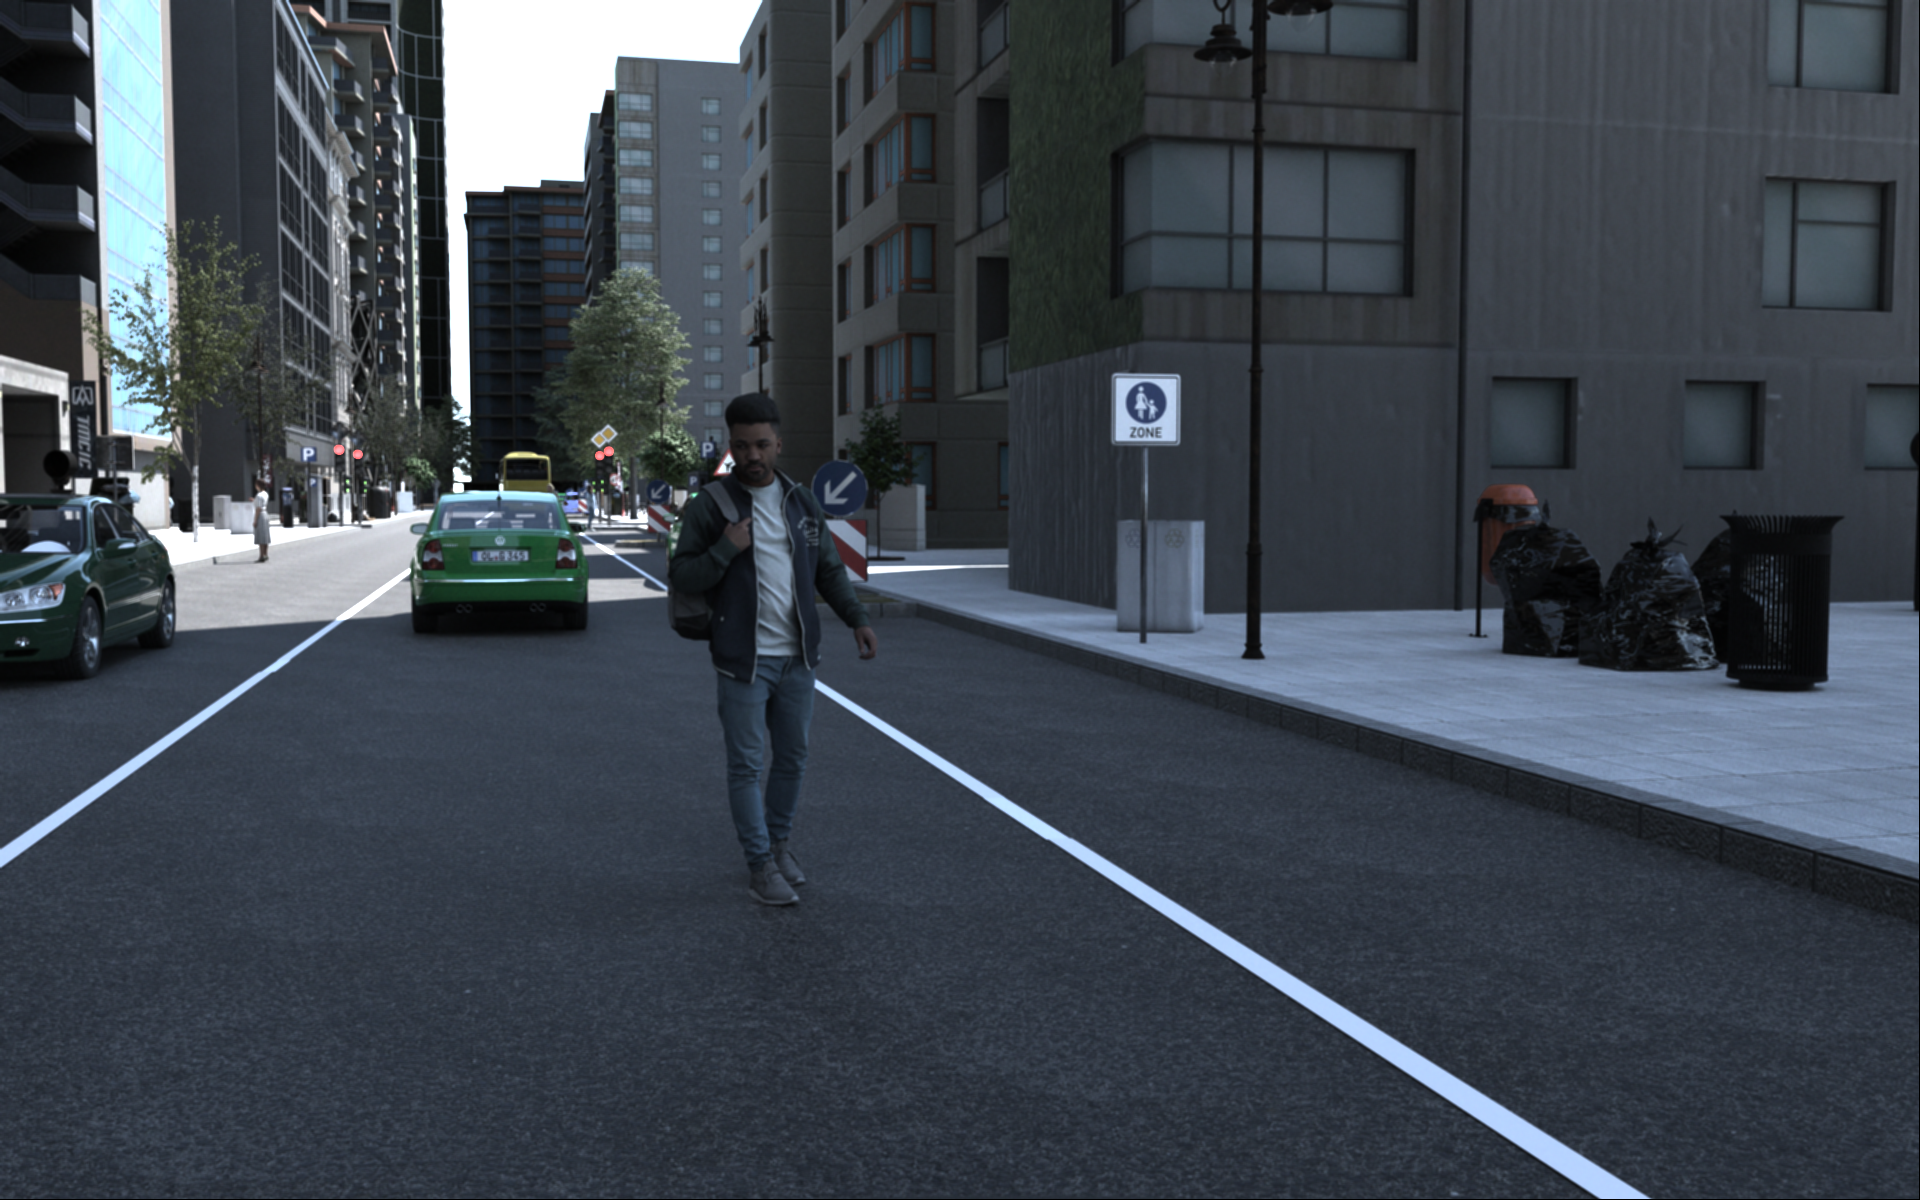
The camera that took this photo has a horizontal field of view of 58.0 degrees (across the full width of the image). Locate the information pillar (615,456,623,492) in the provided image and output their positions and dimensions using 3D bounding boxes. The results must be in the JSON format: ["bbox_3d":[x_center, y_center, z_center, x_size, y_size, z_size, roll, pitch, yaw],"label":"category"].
[{"bbox_3d":[-21.186,-7.105,107.518,0.504,3.616,0.183,2,4,24],"label":"information pillar"}]

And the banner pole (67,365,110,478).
[{"bbox_3d":[-16.845,-2.671,33.685,0.863,3.779,0.401,-1,4,-18],"label":"banner pole"}]

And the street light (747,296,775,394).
[{"bbox_3d":[-4.672,-4.151,40.660,0.468,5.910,1.993,-1,4,-14],"label":"street light"}]

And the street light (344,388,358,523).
[{"bbox_3d":[-26.503,-6.278,75.431,0.468,5.910,1.993,-1,4,-14],"label":"street light"}]

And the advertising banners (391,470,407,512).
[{"bbox_3d":[-41.304,-7.950,126.177,2.074,3.025,0.090,0,4,-1],"label":"advertising banners"}]

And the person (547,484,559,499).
[{"bbox_3d":[-14.598,-3.254,61.882,0.537,1.800,0.526,0,4,6],"label":"person"}]

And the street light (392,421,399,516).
[{"bbox_3d":[-33.514,-7.948,102.735,0.468,5.910,1.993,-1,4,-14],"label":"street light"}]

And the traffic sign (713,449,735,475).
[{"bbox_3d":[-6.600,-3.027,49.495,0.884,2.594,0.081,-1,4,-10],"label":"traffic sign"}]

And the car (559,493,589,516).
[{"bbox_3d":[-23.503,-5.891,105.905,1.945,1.707,3.694,-1,4,-15],"label":"car"}]

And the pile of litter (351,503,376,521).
[{"bbox_3d":[-28.387,-4.184,82.366,1.176,0.858,1.719,-1,4,-16],"label":"pile of litter"}]

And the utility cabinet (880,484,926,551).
[{"bbox_3d":[-1.287,-1.864,39.160,1.173,1.500,0.318,3,5,44],"label":"utility cabinet"}]

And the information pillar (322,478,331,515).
[{"bbox_3d":[-28.797,-4.538,78.686,0.304,2.012,0.304,0,4,6],"label":"information pillar"}]

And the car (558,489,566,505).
[{"bbox_3d":[-31.564,-7.851,137.165,1.959,1.807,4.718,-1,4,-14],"label":"car"}]

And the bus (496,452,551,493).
[{"bbox_3d":[-25.451,-6.691,100.951,2.896,3.916,12.252,-1,4,-16],"label":"bus"}]

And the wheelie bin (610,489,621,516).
[{"bbox_3d":[-20.262,-5.755,102.001,0.693,1.594,0.980,-3,5,-41],"label":"wheelie bin"}]

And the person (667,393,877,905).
[{"bbox_3d":[-0.703,0.166,6.140,0.623,1.781,0.721,-3,5,-43],"label":"person"}]

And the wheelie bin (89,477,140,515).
[{"bbox_3d":[-15.914,-1.508,32.571,0.980,1.594,0.693,-3,5,-43],"label":"wheelie bin"}]

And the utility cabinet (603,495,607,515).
[{"bbox_3d":[-20.843,-5.668,103.838,1.020,1.237,0.306,0,4,7],"label":"utility cabinet"}]

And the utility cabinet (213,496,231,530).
[{"bbox_3d":[-26.389,-3.106,61.944,0.306,1.237,1.020,-3,5,-42],"label":"utility cabinet"}]

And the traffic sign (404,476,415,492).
[{"bbox_3d":[-39.161,-7.532,123.259,0.768,2.556,0.104,0,4,-6],"label":"traffic sign"}]

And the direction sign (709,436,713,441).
[{"bbox_3d":[-9.761,-4.653,68.068,0.379,3.537,0.876,-1,4,-15],"label":"direction sign"}]

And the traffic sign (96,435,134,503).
[{"bbox_3d":[-14.727,-1.718,30.213,0.606,2.300,0.079,0,4,-8],"label":"traffic sign"}]

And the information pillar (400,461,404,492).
[{"bbox_3d":[-38.292,-7.803,118.941,0.183,3.616,0.504,0,4,0],"label":"information pillar"}]

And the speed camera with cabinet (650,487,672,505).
[{"bbox_3d":[-21.868,-8.092,126.643,0.660,3.252,2.038,-3,5,-44],"label":"speed camera with cabinet"}]

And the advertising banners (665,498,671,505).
[{"bbox_3d":[-24.209,-9.082,144.681,2.074,3.025,0.090,2,4,34],"label":"advertising banners"}]

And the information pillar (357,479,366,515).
[{"bbox_3d":[-29.773,-4.996,86.184,0.304,2.012,0.304,0,4,5],"label":"information pillar"}]

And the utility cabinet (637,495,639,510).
[{"bbox_3d":[-25.703,-7.681,136.747,0.306,1.237,1.020,-3,5,-41],"label":"utility cabinet"}]

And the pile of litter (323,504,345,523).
[{"bbox_3d":[-28.412,-3.877,77.348,1.719,0.858,1.176,0,4,-1],"label":"pile of litter"}]

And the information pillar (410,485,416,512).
[{"bbox_3d":[-40.260,-7.523,127.494,0.304,2.012,0.304,2,4,34],"label":"information pillar"}]

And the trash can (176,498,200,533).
[{"bbox_3d":[-25.659,-2.810,57.603,0.748,1.137,0.748,0,3,0],"label":"trash can"}]

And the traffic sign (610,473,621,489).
[{"bbox_3d":[-20.910,-6.415,104.994,0.768,2.556,0.104,0,4,-7],"label":"traffic sign"}]

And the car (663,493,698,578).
[{"bbox_3d":[-3.813,-1.191,28.268,1.959,1.807,4.718,-1,4,-13],"label":"car"}]

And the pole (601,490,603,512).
[{"bbox_3d":[-26.064,-8.090,126.116,0.158,3.312,0.155,0,3,0],"label":"pole"}]

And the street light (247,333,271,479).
[{"bbox_3d":[-20.111,-4.711,49.810,0.468,5.910,1.993,-1,4,-14],"label":"street light"}]

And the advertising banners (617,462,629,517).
[{"bbox_3d":[-18.667,-6.101,95.933,0.090,3.025,2.074,0,4,6],"label":"advertising banners"}]

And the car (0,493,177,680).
[{"bbox_3d":[-7.962,-0.175,14.656,2.131,1.459,4.920,-1,4,-13],"label":"car"}]

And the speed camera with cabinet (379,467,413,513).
[{"bbox_3d":[-37.515,-7.392,115.194,2.038,3.252,0.660,-2,4,-32],"label":"speed camera with cabinet"}]

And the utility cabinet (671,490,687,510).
[{"bbox_3d":[-16.520,-5.706,101.978,1.173,1.500,0.318,3,5,44],"label":"utility cabinet"}]

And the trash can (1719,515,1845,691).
[{"bbox_3d":[5.414,0.012,11.452,0.748,1.137,0.748,0,3,0],"label":"trash can"}]

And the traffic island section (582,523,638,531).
[{"bbox_3d":[-14.017,-2.879,69.357,2.009,0.180,2.903,-1,4,-14],"label":"traffic island section"}]

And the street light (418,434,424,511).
[{"bbox_3d":[-40.435,-9.619,130.061,0.468,5.910,1.993,-1,4,-14],"label":"street light"}]

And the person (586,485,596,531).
[{"bbox_3d":[-14.317,-3.567,67.091,0.793,1.790,0.793,-2,4,-32],"label":"person"}]

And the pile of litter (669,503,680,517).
[{"bbox_3d":[-15.904,-5.033,96.260,1.719,0.858,1.176,1,4,9],"label":"pile of litter"}]

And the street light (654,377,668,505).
[{"bbox_3d":[-11.818,-5.865,68.681,0.468,5.910,1.993,-1,4,-14],"label":"street light"}]

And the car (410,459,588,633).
[{"bbox_3d":[-5.164,-0.650,19.419,1.959,1.807,4.718,-1,4,-15],"label":"car"}]

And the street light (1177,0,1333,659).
[{"bbox_3d":[2.289,-2.481,13.344,0.468,5.910,1.993,-1,4,-14],"label":"street light"}]

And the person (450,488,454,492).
[{"bbox_3d":[-28.858,-5.470,98.281,0.374,1.781,0.599,2,4,35],"label":"person"}]

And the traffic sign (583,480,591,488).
[{"bbox_3d":[-31.815,-9.049,148.061,0.768,2.556,0.104,-1,4,-10],"label":"traffic sign"}]

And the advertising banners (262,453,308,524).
[{"bbox_3d":[-29.148,-4.814,74.893,2.074,3.025,0.090,-1,4,-20],"label":"advertising banners"}]

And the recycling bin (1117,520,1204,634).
[{"bbox_3d":[1.896,-0.231,16.327,0.722,1.027,0.722,1,4,16],"label":"recycling bin"}]

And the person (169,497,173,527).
[{"bbox_3d":[-31.036,-3.509,67.686,0.589,1.601,0.330,1,4,18],"label":"person"}]

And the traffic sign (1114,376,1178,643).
[{"bbox_3d":[1.577,-0.778,14.842,0.606,2.300,0.079,-1,4,-12],"label":"traffic sign"}]

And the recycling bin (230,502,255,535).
[{"bbox_3d":[-22.699,-2.588,54.865,0.722,1.027,0.722,-1,4,-16],"label":"recycling bin"}]

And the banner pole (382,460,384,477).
[{"bbox_3d":[-42.743,-8.460,128.343,0.401,3.779,0.863,-2,4,-29],"label":"banner pole"}]

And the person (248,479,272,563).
[{"bbox_3d":[-14.738,-1.668,36.338,0.524,1.755,0.480,0,4,1],"label":"person"}]

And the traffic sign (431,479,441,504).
[{"bbox_3d":[-44.675,-9.025,147.670,0.768,2.556,0.104,-1,4,-13],"label":"traffic sign"}]
